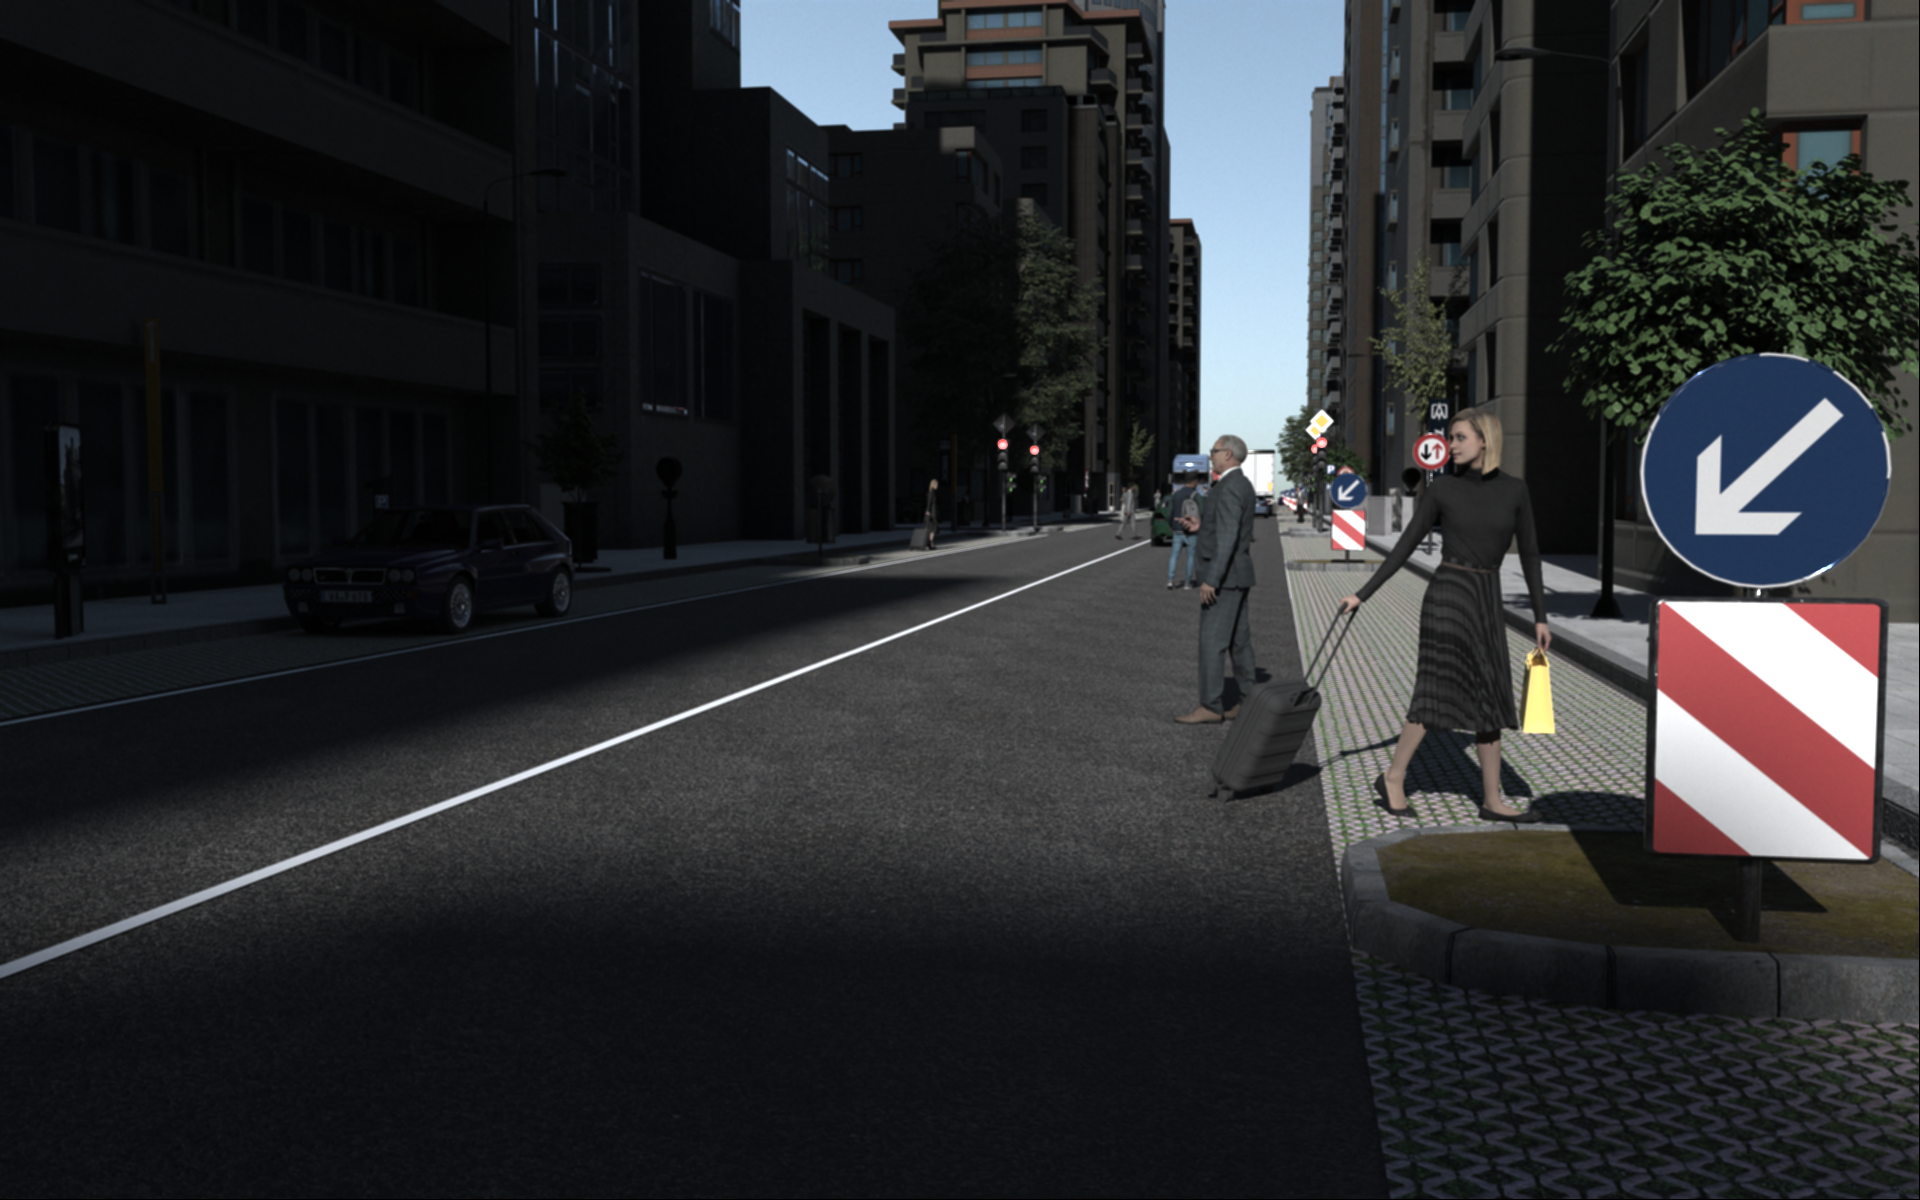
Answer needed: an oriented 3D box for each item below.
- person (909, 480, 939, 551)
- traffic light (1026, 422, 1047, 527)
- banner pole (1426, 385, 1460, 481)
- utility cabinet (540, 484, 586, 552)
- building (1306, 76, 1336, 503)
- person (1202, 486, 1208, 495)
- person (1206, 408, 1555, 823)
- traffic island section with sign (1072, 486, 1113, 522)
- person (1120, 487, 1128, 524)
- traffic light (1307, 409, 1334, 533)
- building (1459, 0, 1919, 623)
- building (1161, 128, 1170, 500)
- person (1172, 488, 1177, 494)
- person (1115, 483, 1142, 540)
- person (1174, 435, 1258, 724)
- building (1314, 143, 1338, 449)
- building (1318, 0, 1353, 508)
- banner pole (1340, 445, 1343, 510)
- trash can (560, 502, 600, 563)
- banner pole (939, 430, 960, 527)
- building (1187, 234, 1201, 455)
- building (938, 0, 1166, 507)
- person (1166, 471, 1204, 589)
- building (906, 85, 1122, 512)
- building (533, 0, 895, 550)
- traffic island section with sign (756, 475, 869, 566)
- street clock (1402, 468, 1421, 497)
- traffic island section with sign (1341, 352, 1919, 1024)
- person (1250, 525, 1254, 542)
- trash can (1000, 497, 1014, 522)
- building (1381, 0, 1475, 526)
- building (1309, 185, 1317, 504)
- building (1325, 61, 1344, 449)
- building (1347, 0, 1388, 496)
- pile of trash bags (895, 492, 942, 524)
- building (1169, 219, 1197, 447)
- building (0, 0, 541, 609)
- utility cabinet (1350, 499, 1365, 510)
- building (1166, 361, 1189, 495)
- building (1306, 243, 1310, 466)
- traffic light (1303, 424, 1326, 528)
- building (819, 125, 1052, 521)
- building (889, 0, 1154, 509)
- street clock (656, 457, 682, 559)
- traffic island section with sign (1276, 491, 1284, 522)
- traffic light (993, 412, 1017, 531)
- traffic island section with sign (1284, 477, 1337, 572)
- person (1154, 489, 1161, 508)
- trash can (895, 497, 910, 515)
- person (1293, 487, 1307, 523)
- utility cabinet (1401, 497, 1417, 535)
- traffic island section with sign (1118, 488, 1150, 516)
[{"bbox_3d":[-0.872,-2.152,43.896,0.699,1.804,1.509,2,4,29],"label":"person"},{"bbox_3d":[2.944,-4.788,67.197,0.839,4.253,0.868,1,4,10],"label":"traffic light"},{"bbox_3d":[11.196,-3.053,39.934,0.863,3.779,0.401,0,4,2],"label":"banner pole"},{"bbox_3d":[-8.643,-1.750,37.295,0.318,1.500,1.173,3,5,44],"label":"utility cabinet"},{"bbox_3d":[61.025,-43.294,249.849,21.231,58.520,28.212,1,4,10],"label":"building"},{"bbox_3d":[12.411,-4.823,87.314,0.822,1.834,0.622,1,4,9],"label":"person"},{"bbox_3d":[1.927,0.057,7.784,1.509,1.804,0.699,3,5,44],"label":"person"},{"bbox_3d":[6.841,-4.923,89.114,1.989,1.847,2.006,1,4,10],"label":"traffic island section with sign"},{"bbox_3d":[7.900,-4.566,83.706,0.362,1.759,0.519,-1,4,-22],"label":"person"},{"bbox_3d":[11.967,-4.193,57.472,0.839,4.253,0.868,1,4,10],"label":"traffic light"},{"bbox_3d":[24.157,-11.223,28.538,27.650,21.520,28.899,1,4,10],"label":"building"},{"bbox_3d":[17.466,-33.979,205.674,14.600,45.320,14.200,1,4,10],"label":"building"},{"bbox_3d":[11.964,-5.369,96.764,0.782,1.767,0.515,1,4,11],"label":"person"},{"bbox_3d":[5.287,-2.788,54.351,0.850,1.792,0.678,-1,4,-18],"label":"person"},{"bbox_3d":[1.606,-0.138,10.934,0.590,1.801,0.661,1,4,20],"label":"person"},{"bbox_3d":[49.517,-31.804,203.596,14.154,41.232,14.086,1,4,10],"label":"building"},{"bbox_3d":[42.849,-43.831,154.893,20.563,71.187,20.611,1,4,10],"label":"building"},{"bbox_3d":[19.613,-6.060,89.100,0.401,3.779,0.863,1,4,13],"label":"banner pole"},{"bbox_3d":[-7.077,-1.264,32.319,0.748,1.137,0.748,0,3,0],"label":"trash can"},{"bbox_3d":[-0.425,-4.726,67.289,0.863,3.779,0.401,1,4,12],"label":"banner pole"},{"bbox_3d":[32.887,-39.096,289.332,14.600,45.320,14.200,1,4,10],"label":"building"},{"bbox_3d":[10.269,-39.331,185.059,21.231,58.520,28.212,1,4,10],"label":"building"},{"bbox_3d":[3.398,-1.051,26.034,0.623,1.781,0.721,1,4,14],"label":"person"},{"bbox_3d":[4.170,-21.708,126.627,14.160,30.474,14.107,1,4,10],"label":"building"},{"bbox_3d":[-19.506,-45.086,49.820,31.000,86.520,22.319,1,4,10],"label":"building"},{"bbox_3d":[-2.920,-1.624,35.175,1.989,1.847,2.006,1,4,10],"label":"traffic island section with sign"},{"bbox_3d":[12.404,-2.634,47.639,0.471,2.002,0.358,0,4,-5],"label":"street clock"},{"bbox_3d":[2.288,0.182,5.654,1.989,1.847,2.006,1,4,10],"label":"traffic island section with sign"},{"bbox_3d":[8.498,-2.641,51.649,0.622,1.834,0.822,0,4,0],"label":"person"},{"bbox_3d":[2.085,-4.116,78.947,0.748,1.137,0.748,0,3,0],"label":"trash can"},{"bbox_3d":[29.718,-27.632,75.483,21.600,48.544,21.300,1,4,10],"label":"building"},{"bbox_3d":[53.671,-33.435,230.251,14.154,41.232,14.086,1,4,10],"label":"building"},{"bbox_3d":[49.790,-34.288,180.216,23.786,49.044,30.456,1,4,10],"label":"building"},{"bbox_3d":[36.367,-29.278,128.805,14.600,45.320,14.200,1,4,10],"label":"building"},{"bbox_3d":[-1.664,-4.031,75.658,1.912,1.369,3.447,1,4,11],"label":"pile of trash bags"},{"bbox_3d":[25.203,-37.570,268.893,22.147,44.769,28.867,1,4,10],"label":"building"},{"bbox_3d":[-19.898,-24.321,21.352,21.300,48.544,21.600,1,4,10],"label":"building"},{"bbox_3d":[18.788,-4.297,81.410,1.020,1.237,0.306,-3,4,-37],"label":"utility cabinet"},{"bbox_3d":[17.243,-24.263,241.742,27.650,21.520,28.899,1,4,10],"label":"building"},{"bbox_3d":[67.095,-38.142,278.238,22.147,44.769,28.867,1,4,10],"label":"building"},{"bbox_3d":[13.389,-4.673,65.330,0.839,4.253,0.868,1,4,10],"label":"traffic light"},{"bbox_3d":[-10.359,-15.495,98.381,27.650,21.520,28.899,1,4,10],"label":"building"},{"bbox_3d":[5.839,-30.736,157.163,22.147,44.769,28.867,1,4,10],"label":"building"},{"bbox_3d":[-5.717,-1.805,34.086,0.471,2.002,0.358,2,4,26],"label":"street clock"},{"bbox_3d":[17.143,-4.840,87.756,1.989,1.847,2.006,1,4,10],"label":"traffic island section with sign"},{"bbox_3d":[1.522,-4.307,59.339,0.839,4.253,0.868,1,4,10],"label":"traffic light"},{"bbox_3d":[7.184,-1.472,32.688,1.989,1.847,2.006,1,4,10],"label":"traffic island section with sign"},{"bbox_3d":[14.187,-7.087,124.559,0.511,1.800,0.466,1,4,20],"label":"person"},{"bbox_3d":[-2.608,-4.101,78.706,0.748,1.137,0.748,0,3,0],"label":"trash can"},{"bbox_3d":[16.777,-4.693,85.415,0.473,1.802,0.592,-3,5,-40],"label":"person"},{"bbox_3d":[11.390,-2.001,43.876,0.306,1.237,1.020,1,4,20],"label":"utility cabinet"},{"bbox_3d":[11.650,-6.545,115.638,1.989,1.847,2.006,1,4,10],"label":"traffic island section with sign"}]
